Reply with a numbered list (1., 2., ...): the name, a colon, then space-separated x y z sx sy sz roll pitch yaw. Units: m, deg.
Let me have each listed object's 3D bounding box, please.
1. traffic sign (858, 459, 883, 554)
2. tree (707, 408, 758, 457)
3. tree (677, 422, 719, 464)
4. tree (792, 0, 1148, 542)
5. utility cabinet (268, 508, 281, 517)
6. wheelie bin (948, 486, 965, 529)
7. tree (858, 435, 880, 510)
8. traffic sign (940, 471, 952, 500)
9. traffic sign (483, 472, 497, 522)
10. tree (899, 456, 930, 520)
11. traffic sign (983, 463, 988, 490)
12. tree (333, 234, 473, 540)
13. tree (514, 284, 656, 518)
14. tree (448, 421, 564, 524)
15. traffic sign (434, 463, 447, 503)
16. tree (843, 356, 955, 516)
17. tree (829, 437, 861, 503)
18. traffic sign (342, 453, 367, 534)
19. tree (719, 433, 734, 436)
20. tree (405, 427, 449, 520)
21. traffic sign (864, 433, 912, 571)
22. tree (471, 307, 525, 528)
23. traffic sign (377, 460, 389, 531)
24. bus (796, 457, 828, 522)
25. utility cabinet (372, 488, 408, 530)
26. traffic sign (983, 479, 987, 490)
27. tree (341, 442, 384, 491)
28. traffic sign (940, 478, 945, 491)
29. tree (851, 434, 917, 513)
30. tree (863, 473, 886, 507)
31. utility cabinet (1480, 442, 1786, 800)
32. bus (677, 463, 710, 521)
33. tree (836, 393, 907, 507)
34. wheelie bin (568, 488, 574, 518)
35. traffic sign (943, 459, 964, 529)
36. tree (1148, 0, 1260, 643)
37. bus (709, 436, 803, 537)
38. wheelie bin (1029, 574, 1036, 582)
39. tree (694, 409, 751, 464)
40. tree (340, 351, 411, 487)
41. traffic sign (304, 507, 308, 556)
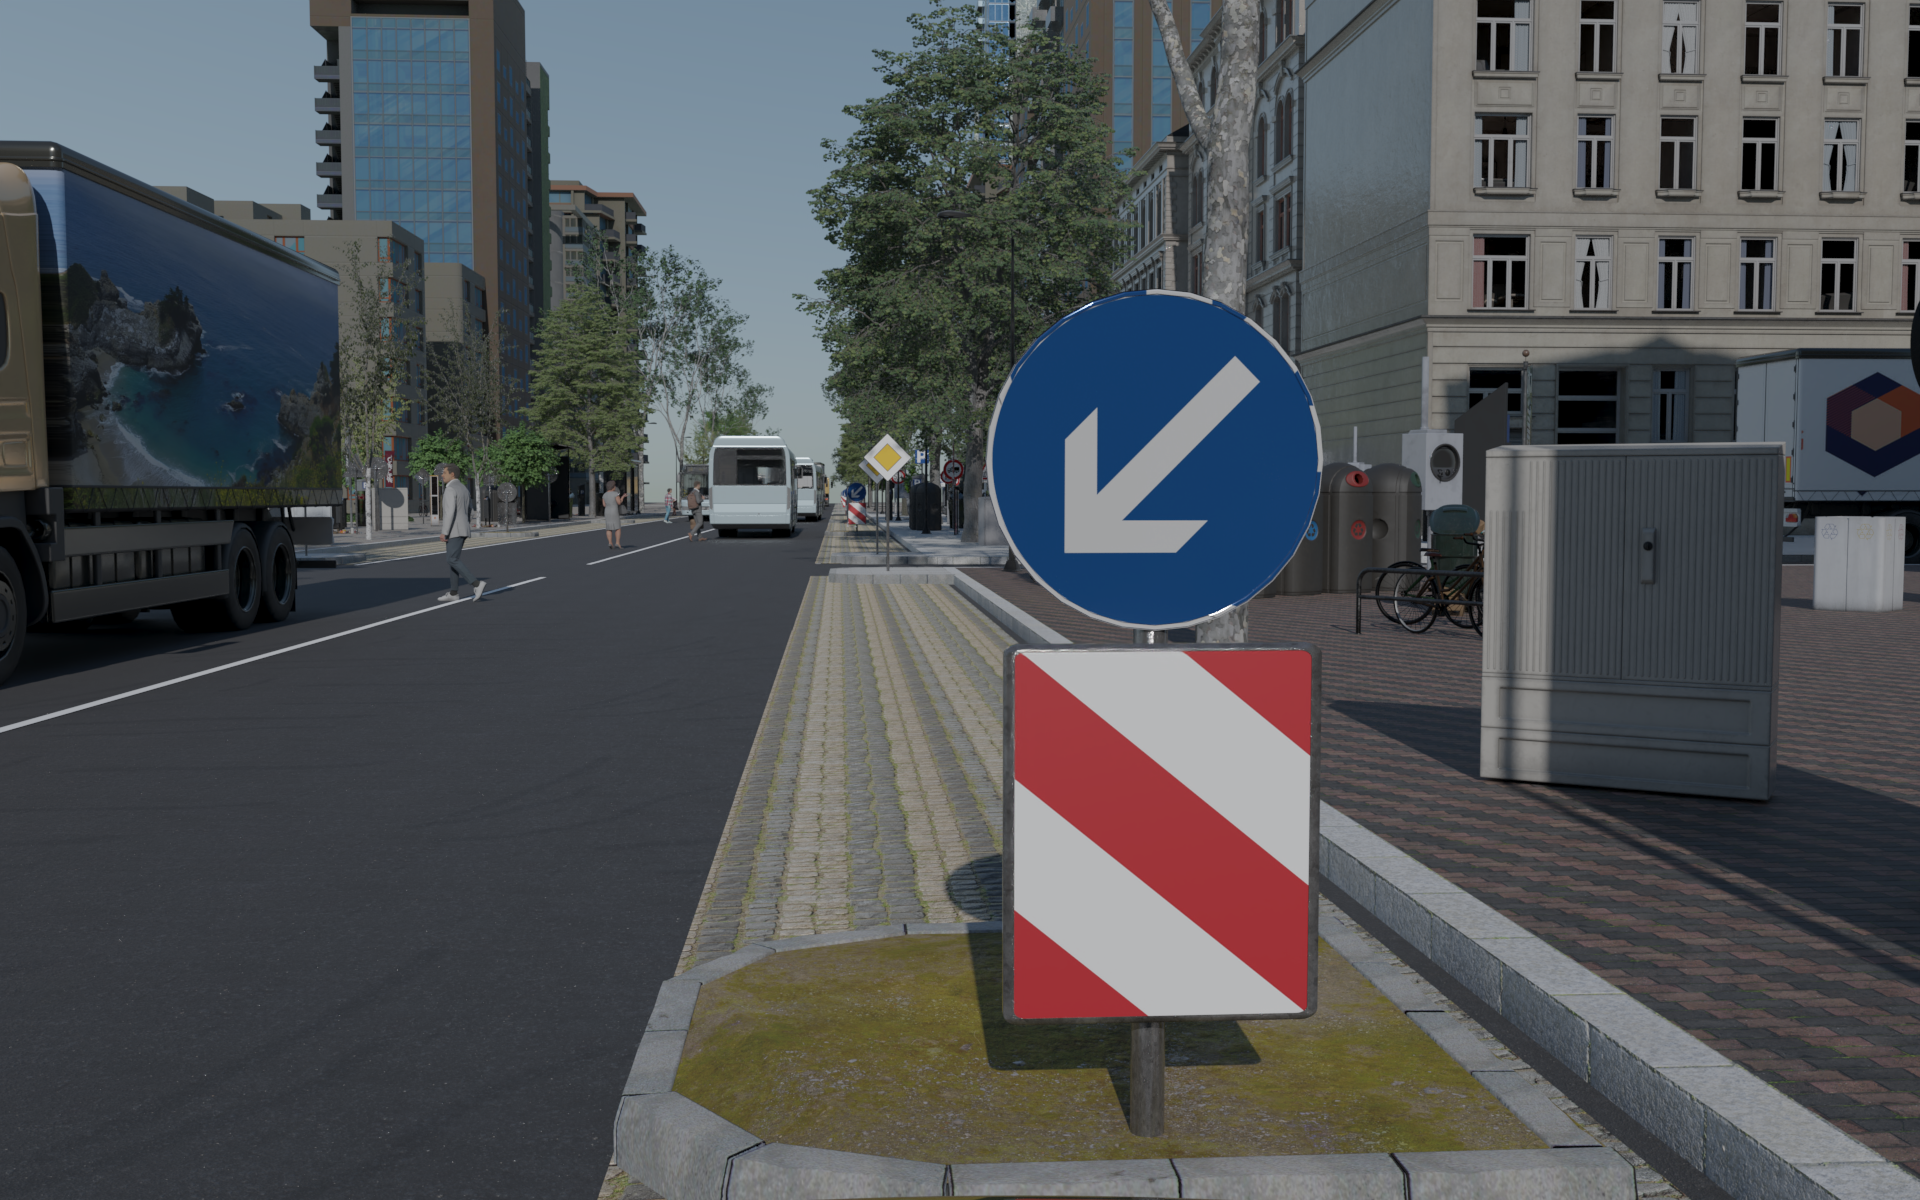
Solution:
1. traffic sign: -1.759 -2.023 36.723 0.795 2.450 0.064 0 4 -4
2. tree: -29.585 -18.988 228.574 7.486 12.596 7.792 0 3 0
3. tree: -25.677 -13.530 171.575 4.737 8.622 4.395 0 3 0
4. tree: 0.461 -8.513 45.837 9.857 13.997 8.962 0 3 0
5. utility cabinet: -17.616 -2.159 43.975 1.173 1.500 0.318 -2 4 -30
6. wheelie bin: -0.078 -3.462 64.508 0.693 1.594 0.980 -1 4 -21
7. tree: -6.544 -11.696 141.592 4.737 8.622 4.395 0 3 0
8. traffic sign: -0.606 -5.308 86.896 0.768 2.556 0.104 0 4 -3
9. traffic sign: -21.566 -4.731 79.482 0.606 2.300 0.079 0 4 -1
10. tree: -2.360 -5.667 87.255 1.663 3.219 1.824 0 3 0
11. traffic sign: 1.029 -3.869 63.268 0.884 2.594 0.081 0 4 -2
12. tree: -16.883 -6.011 48.644 4.360 8.622 3.978 0 3 0
13. tree: -20.363 -10.772 94.256 7.486 12.596 7.792 0 3 0
14. tree: -19.026 -5.624 75.662 4.285 4.588 4.351 0 3 0
15. traffic sign: -20.948 -4.289 70.223 0.768 2.556 0.104 0 4 -1
16. tree: -3.432 -10.765 101.756 9.928 11.665 9.643 0 3 0
17. tree: -14.782 -20.597 253.769 9.611 12.733 9.660 0 3 0
18. traffic sign: -19.181 -3.364 55.010 0.884 2.594 0.081 0 4 -1
19. tree: -27.767 -15.593 205.302 4.360 8.622 3.978 0 3 0
20. tree: -25.428 -6.187 84.875 4.285 4.588 4.351 0 3 0
21. traffic sign: -1.202 -1.536 28.757 0.795 2.450 0.064 0 4 -4
22. tree: -18.078 -6.973 64.365 4.360 8.622 3.978 0 3 0
23. traffic sign: -20.452 -3.715 60.843 0.768 2.556 0.104 0 4 -1
24. bus: -8.799 -6.031 93.467 2.948 3.499 13.247 0 4 -3
25. utility cabinet: -20.234 -3.229 61.479 1.173 1.500 0.318 -2 4 -30
26. traffic sign: 1.259 -4.938 80.846 0.768 2.556 0.104 0 3 0
27. tree: -35.612 -7.258 102.375 4.285 4.588 4.351 0 3 0
28. traffic sign: -1.069 -5.862 97.967 0.606 2.300 0.079 0 4 -1
29. tree: -4.491 -10.040 114.517 4.360 8.622 3.978 0 3 0
30. tree: -8.310 -11.852 177.486 4.285 4.588 4.351 0 3 0
31. utility cabinet: 2.892 0.072 7.500 1.173 1.500 0.318 2 4 30
32. bus: -13.342 -6.127 95.043 2.948 3.499 13.247 0 4 -2
33. tree: -8.529 -15.446 170.664 7.486 12.596 7.792 0 3 0
34. wheelie bin: -21.200 -5.220 93.253 0.980 1.594 0.693 -3 5 -40
35. traffic sign: -0.233 -3.866 63.314 0.768 2.556 0.104 0 4 3
36. tree: 3.289 -9.675 14.082 12.611 20.169 13.585 0 3 0
37. bus: -7.122 -4.057 61.188 2.948 3.499 13.247 0 4 -4
38. wheelie bin: 1.392 -1.059 25.216 0.693 1.594 0.980 -1 4 -20
39. tree: -29.044 -17.472 211.428 9.928 11.665 9.643 0 3 0
40. tree: -30.031 -8.423 88.080 4.737 8.622 4.395 0 3 0
41. traffic sign: -13.576 -1.974 35.919 0.795 2.450 0.064 0 4 -4
